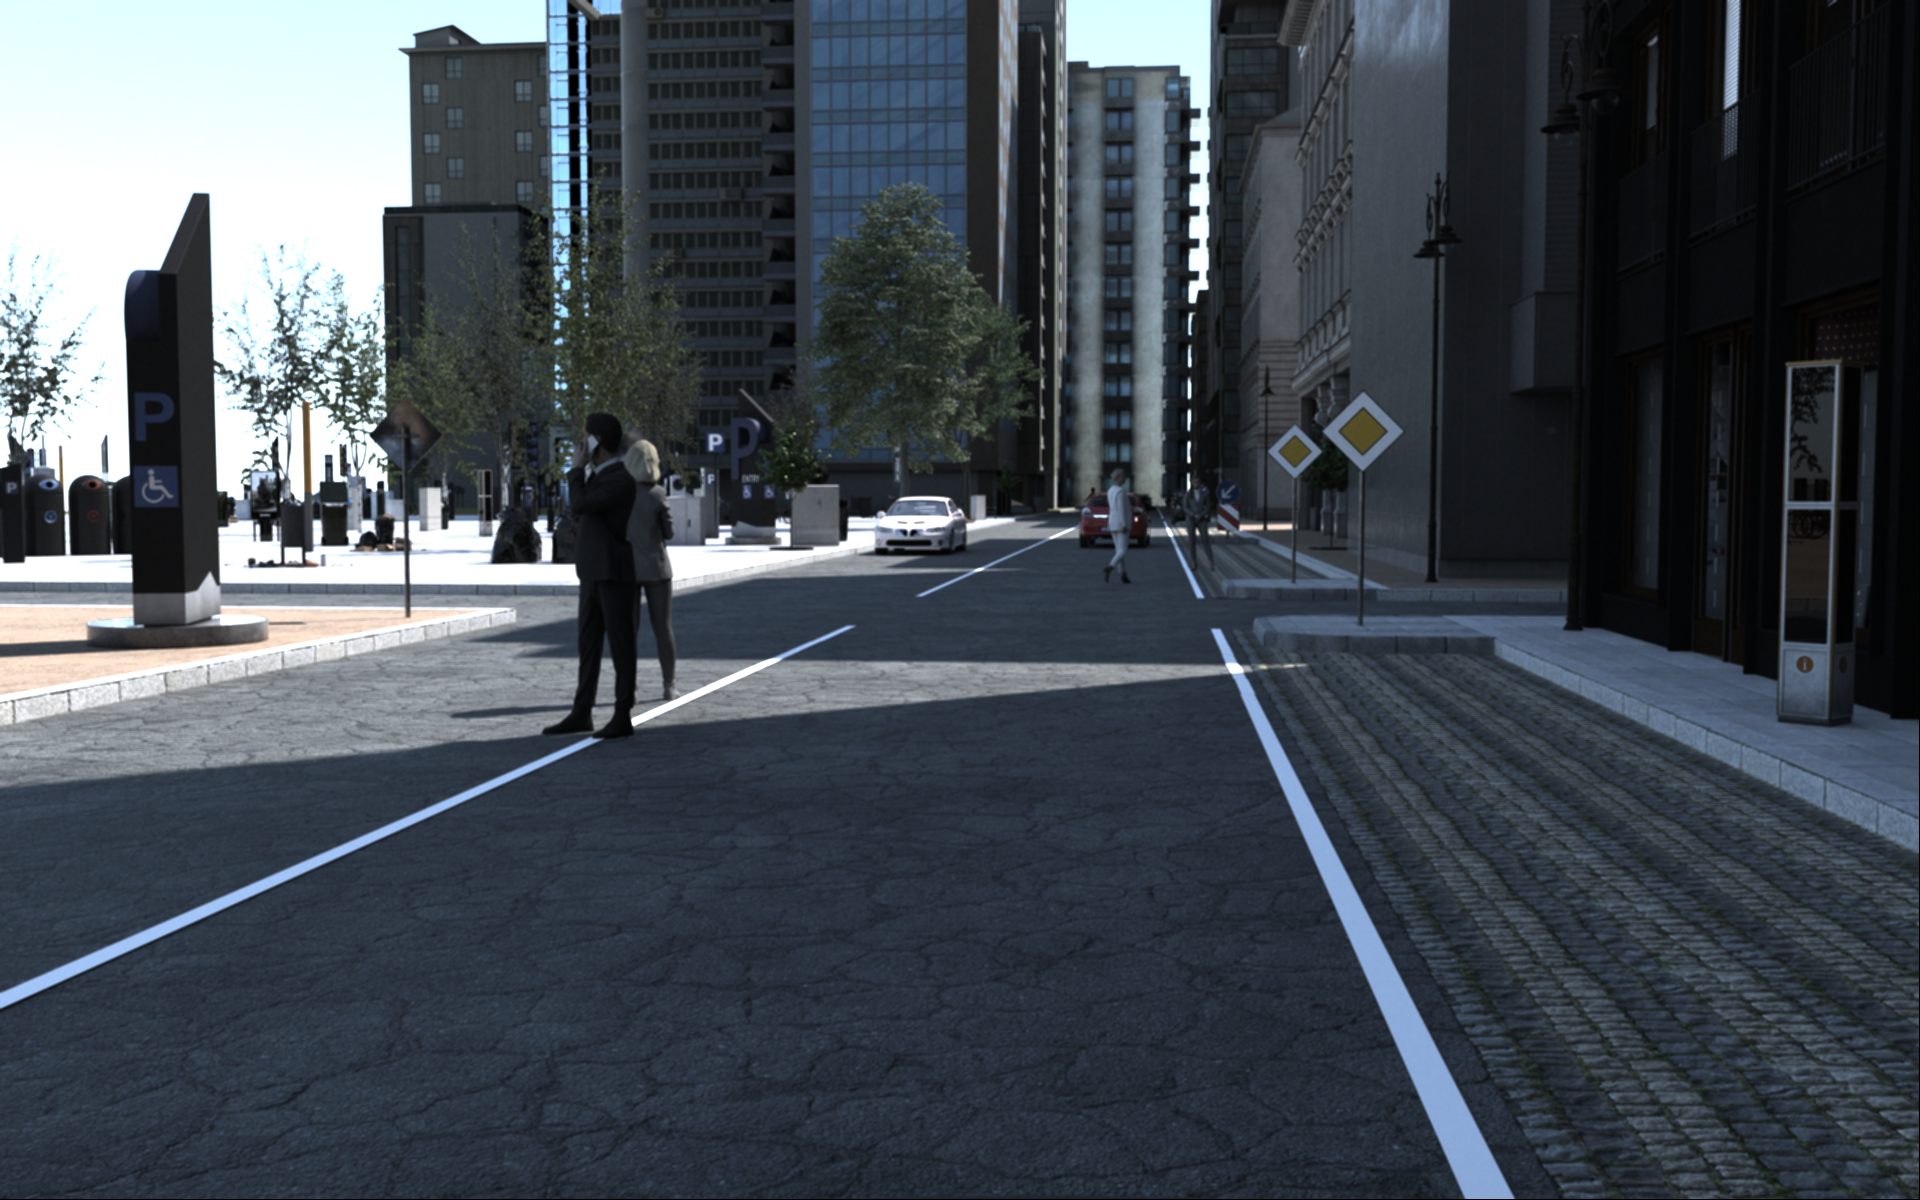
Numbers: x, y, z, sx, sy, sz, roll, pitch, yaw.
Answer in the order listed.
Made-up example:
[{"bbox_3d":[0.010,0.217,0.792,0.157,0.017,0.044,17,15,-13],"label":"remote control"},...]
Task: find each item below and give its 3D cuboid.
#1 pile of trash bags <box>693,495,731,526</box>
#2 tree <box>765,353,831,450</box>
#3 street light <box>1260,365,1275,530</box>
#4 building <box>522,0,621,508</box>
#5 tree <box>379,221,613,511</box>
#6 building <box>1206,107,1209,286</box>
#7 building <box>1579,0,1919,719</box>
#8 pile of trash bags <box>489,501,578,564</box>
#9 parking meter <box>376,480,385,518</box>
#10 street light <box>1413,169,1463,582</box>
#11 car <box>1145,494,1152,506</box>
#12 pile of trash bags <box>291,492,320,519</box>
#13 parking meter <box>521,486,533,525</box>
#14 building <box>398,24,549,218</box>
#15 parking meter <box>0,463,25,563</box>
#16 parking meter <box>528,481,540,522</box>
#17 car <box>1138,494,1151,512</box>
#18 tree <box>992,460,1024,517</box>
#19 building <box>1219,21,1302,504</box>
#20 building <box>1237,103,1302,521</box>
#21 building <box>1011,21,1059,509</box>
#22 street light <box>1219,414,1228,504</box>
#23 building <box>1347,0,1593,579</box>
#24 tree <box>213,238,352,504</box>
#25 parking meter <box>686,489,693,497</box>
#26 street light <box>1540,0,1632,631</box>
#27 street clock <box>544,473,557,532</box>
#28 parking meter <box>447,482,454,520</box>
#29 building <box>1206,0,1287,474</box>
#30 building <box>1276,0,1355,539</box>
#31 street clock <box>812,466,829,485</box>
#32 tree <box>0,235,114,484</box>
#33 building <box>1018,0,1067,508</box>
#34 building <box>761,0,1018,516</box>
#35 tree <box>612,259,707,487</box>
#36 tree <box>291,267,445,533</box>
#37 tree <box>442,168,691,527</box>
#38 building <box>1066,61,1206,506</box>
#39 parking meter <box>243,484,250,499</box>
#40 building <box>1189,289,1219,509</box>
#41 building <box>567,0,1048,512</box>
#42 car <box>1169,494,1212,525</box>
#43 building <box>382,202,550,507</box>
[{"bbox_3d":[-10.869,-3.758,71.202,3.447,1.369,1.912,0,4,6],"label":"pile of trash bags"},{"bbox_3d":[-8.439,-8.546,90.095,4.360,8.622,3.978,0,3,0],"label":"tree"},{"bbox_3d":[10.943,-5.451,61.911,0.468,5.910,1.993,0,4,6],"label":"street light"},{"bbox_3d":[-26.469,-52.282,167.488,31.000,86.520,22.319,0,4,6],"label":"building"},{"bbox_3d":[-12.371,-5.866,46.267,4.360,8.622,3.978,0,3,0],"label":"tree"},{"bbox_3d":[42.329,-34.939,190.861,30.456,49.044,23.786,0,4,6],"label":"building"},{"bbox_3d":[11.264,-10.882,7.597,12.332,23.373,15.834,0,4,6],"label":"building"},{"bbox_3d":[-7.149,-1.390,32.477,3.447,1.369,1.912,0,4,8],"label":"pile of trash bags"},{"bbox_3d":[-24.621,-4.154,73.636,0.255,1.863,0.399,0,4,-3],"label":"parking meter"},{"bbox_3d":[6.877,-3.198,25.079,0.468,5.910,1.993,0,4,6],"label":"street light"},{"bbox_3d":[17.255,-9.497,164.077,1.959,1.807,4.718,0,4,6],"label":"car"},{"bbox_3d":[-33.618,-4.841,88.900,1.912,1.369,3.447,1,4,9],"label":"pile of trash bags"},{"bbox_3d":[-14.019,-2.917,56.112,0.372,1.533,0.369,0,3,0],"label":"parking meter"},{"bbox_3d":[-46.088,-37.542,203.053,27.495,52.752,28.713,0,4,6],"label":"building"},{"bbox_3d":[-17.640,-1.620,32.197,0.399,1.863,0.255,-2,4,-32],"label":"parking meter"},{"bbox_3d":[-19.562,-4.510,79.445,0.399,1.863,0.255,1,4,9],"label":"parking meter"},{"bbox_3d":[14.363,-7.918,139.238,2.009,1.686,4.222,0,4,7],"label":"car"},{"bbox_3d":[2.547,-6.384,98.985,1.663,3.219,1.824,0,3,0],"label":"tree"},{"bbox_3d":[23.494,-20.661,109.507,14.160,30.474,14.107,0,4,6],"label":"building"},{"bbox_3d":[19.660,-14.714,89.724,9.793,20.994,18.267,0,4,6],"label":"building"},{"bbox_3d":[0.882,-28.283,146.029,14.154,41.232,14.086,0,4,6],"label":"building"},{"bbox_3d":[14.986,-7.693,98.567,0.468,5.910,1.993,0,4,6],"label":"street light"},{"bbox_3d":[22.697,-12.862,29.356,30.058,24.678,14.314,0,4,6],"label":"building"},{"bbox_3d":[-19.390,-6.041,49.133,4.360,8.622,3.978,0,3,0],"label":"tree"},{"bbox_3d":[-14.314,-5.092,91.657,0.372,1.533,0.369,0,3,0],"label":"parking meter"},{"bbox_3d":[5.781,-2.652,16.156,0.468,5.910,1.993,0,4,6],"label":"street light"},{"bbox_3d":[-13.790,-3.289,58.347,0.471,2.002,0.358,3,5,42],"label":"street clock"},{"bbox_3d":[-25.344,-4.910,85.988,0.399,1.863,0.255,0,4,-5],"label":"parking meter"},{"bbox_3d":[32.591,-33.061,129.785,28.713,52.752,27.495,0,4,6],"label":"building"},{"bbox_3d":[16.437,-12.819,60.501,10.553,20.767,40.483,0,4,6],"label":"building"},{"bbox_3d":[-3.554,-2.402,43.839,0.358,2.002,0.471,-3,5,-42],"label":"street clock"},{"bbox_3d":[-27.218,-6.120,50.426,4.360,8.622,3.978,0,3,0],"label":"tree"},{"bbox_3d":[-0.424,-44.535,166.405,20.611,71.187,20.563,0,4,6],"label":"building"},{"bbox_3d":[-3.839,-27.997,107.869,14.600,45.320,14.200,0,4,6],"label":"building"},{"bbox_3d":[-9.665,-6.340,54.029,4.360,8.622,3.978,0,3,0],"label":"tree"},{"bbox_3d":[-19.514,-6.459,55.959,4.737,8.622,4.395,0,3,0],"label":"tree"},{"bbox_3d":[-8.536,-5.489,40.102,4.737,8.622,4.395,0,3,0],"label":"tree"},{"bbox_3d":[11.449,-35.170,194.634,30.456,49.044,23.786,0,4,6],"label":"building"},{"bbox_3d":[-39.447,-5.517,95.920,0.399,1.863,0.255,1,4,19],"label":"parking meter"},{"bbox_3d":[35.380,-19.218,159.260,27.650,21.520,28.899,0,4,6],"label":"building"},{"bbox_3d":[-9.955,-26.682,128.133,32.217,40.220,23.993,0,4,6],"label":"building"},{"bbox_3d":[10.782,-4.348,80.881,2.009,1.686,4.222,0,4,5],"label":"car"},{"bbox_3d":[-48.634,-24.679,175.209,14.107,30.474,14.160,0,4,6],"label":"building"}]
